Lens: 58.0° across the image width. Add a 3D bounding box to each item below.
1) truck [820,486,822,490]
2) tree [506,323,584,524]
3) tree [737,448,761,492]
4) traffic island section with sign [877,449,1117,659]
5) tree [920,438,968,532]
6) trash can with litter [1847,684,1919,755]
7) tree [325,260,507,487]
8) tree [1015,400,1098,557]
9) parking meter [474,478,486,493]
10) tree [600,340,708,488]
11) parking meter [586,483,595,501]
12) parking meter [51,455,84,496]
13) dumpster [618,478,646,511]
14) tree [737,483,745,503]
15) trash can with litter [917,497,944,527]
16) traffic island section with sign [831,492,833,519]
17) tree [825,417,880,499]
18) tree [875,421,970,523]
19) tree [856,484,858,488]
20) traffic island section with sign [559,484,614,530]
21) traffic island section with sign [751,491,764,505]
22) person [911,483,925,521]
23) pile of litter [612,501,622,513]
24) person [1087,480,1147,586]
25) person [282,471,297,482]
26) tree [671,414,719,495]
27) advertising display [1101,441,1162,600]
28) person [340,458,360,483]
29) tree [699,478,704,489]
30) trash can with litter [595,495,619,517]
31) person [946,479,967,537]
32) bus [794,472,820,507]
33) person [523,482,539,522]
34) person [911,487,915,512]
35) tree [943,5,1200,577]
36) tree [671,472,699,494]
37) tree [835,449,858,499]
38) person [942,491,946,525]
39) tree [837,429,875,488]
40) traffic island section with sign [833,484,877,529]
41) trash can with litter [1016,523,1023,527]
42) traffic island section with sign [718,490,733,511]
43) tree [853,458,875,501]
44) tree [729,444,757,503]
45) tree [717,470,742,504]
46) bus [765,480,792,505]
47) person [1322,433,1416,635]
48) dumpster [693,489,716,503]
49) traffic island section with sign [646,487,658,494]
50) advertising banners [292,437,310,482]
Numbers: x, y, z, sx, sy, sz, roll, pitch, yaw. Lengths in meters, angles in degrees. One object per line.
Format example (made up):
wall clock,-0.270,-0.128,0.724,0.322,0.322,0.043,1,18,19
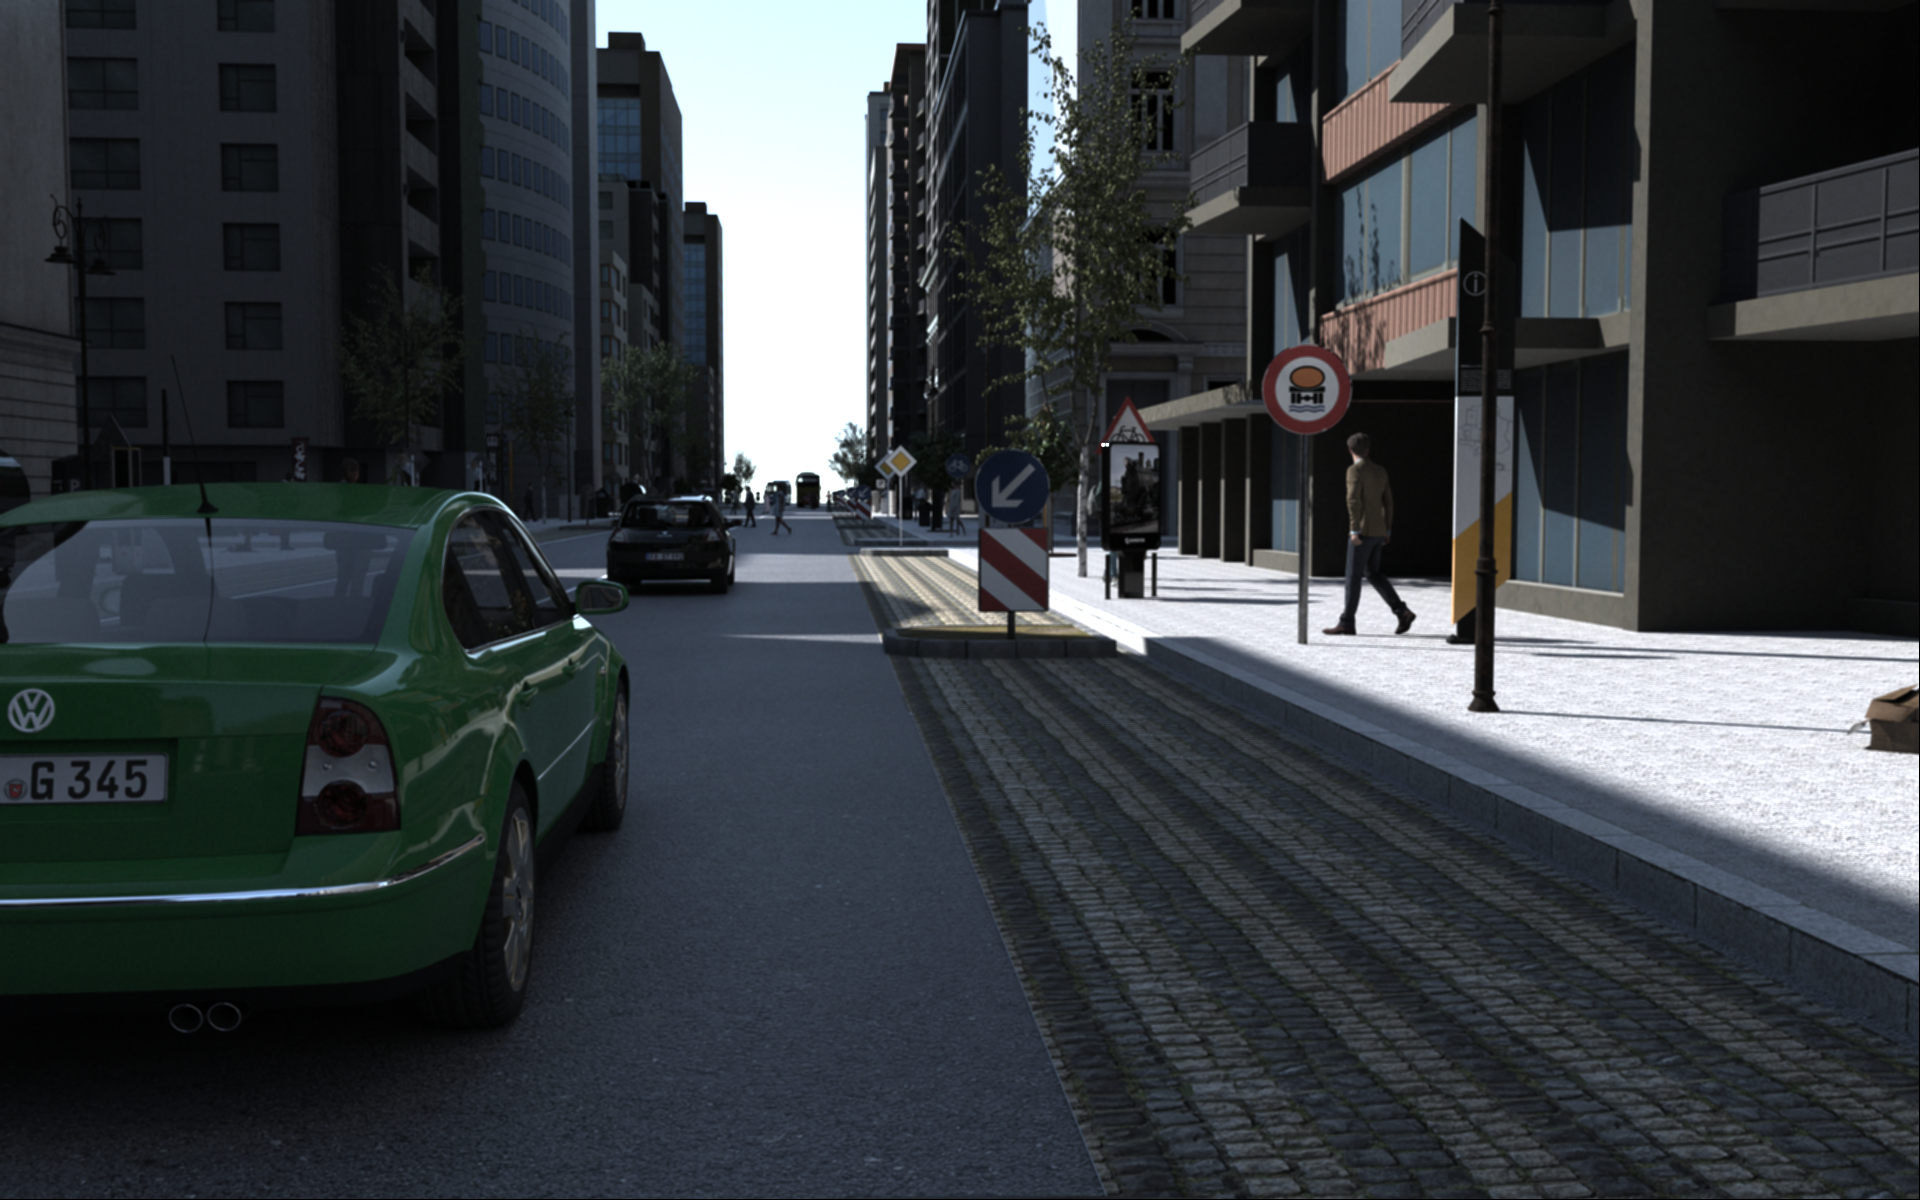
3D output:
truck,-22.698,-16.880,264.895,2.839,4.237,11.283,0,4,-3
tree,-17.894,-7.545,73.724,4.737,8.622,4.395,0,3,0
tree,-34.139,-20.037,277.963,4.360,8.622,3.978,0,3,0
traffic island section with sign,0.295,-0.446,15.925,1.989,1.847,2.006,0,4,-5
tree,-0.505,-3.944,59.083,1.663,3.219,1.824,0,3,0
trash can with litter,4.926,0.181,8.428,1.055,1.170,0.624,3,5,40
tree,-17.210,-6.333,53.905,4.737,8.622,4.395,0,3,0
tree,2.033,-2.510,35.644,1.663,3.219,1.824,0,3,0
parking meter,-17.807,-3.580,64.247,0.399,1.863,0.255,-2,4,-28
tree,-21.024,-11.740,117.705,9.928,11.665,9.643,0,3,0
parking meter,-19.989,-5.384,93.732,0.399,1.863,0.255,2,4,31
parking meter,-13.160,-1.214,25.566,0.255,1.863,0.399,1,4,21
dumpster,-19.898,-6.273,105.062,1.502,2.255,1.985,0,4,-5
tree,-32.966,-16.114,258.069,1.663,3.219,1.824,0,3,0
trash can with litter,-1.164,-3.485,68.374,1.055,1.170,0.624,-1,4,-9
traffic island section with sign,-6.263,-5.502,98.589,1.989,1.847,2.006,0,4,-5
tree,-12.886,-16.865,210.151,7.601,10.594,8.767,-2,4,-28
tree,-1.039,-5.735,77.478,4.285,4.588,4.351,0,3,0
tree,-9.979,-11.309,179.504,1.663,3.219,1.824,0,3,0
traffic island section with sign,-15.021,-3.744,69.845,1.989,1.847,2.006,0,4,-5
traffic island section with sign,-29.881,-15.187,256.934,1.989,1.847,2.006,0,4,-5
person,-1.975,-4.599,81.345,0.679,1.850,0.850,-1,4,-11
pile of litter,-23.171,-6.463,119.635,1.719,0.858,1.176,2,4,24
person,2.181,-1.096,23.940,0.794,1.824,0.713,-2,4,-31
person,-15.454,-2.050,39.742,0.592,1.802,0.473,2,4,29
tree,-24.556,-12.846,160.386,4.737,8.622,4.395,0,3,0
advertising display,2.113,-0.986,21.332,0.974,1.923,0.123,-3,5,-42
person,-6.153,-0.542,17.631,0.520,1.790,0.573,0,4,3
tree,-25.318,-10.357,163.945,1.663,3.219,1.824,0,3,0
trash can with litter,-20.184,-5.327,98.149,2.233,1.210,1.678,0,4,6
person,-0.123,-2.742,51.622,0.466,1.731,0.760,3,4,38
bus,-16.804,-12.202,191.054,2.896,3.916,12.252,0,4,-6
person,-19.812,-4.533,79.939,0.755,1.850,0.659,-1,4,-11
person,-3.268,-7.147,123.162,0.793,1.790,0.793,-2,4,-35
tree,1.843,-4.673,26.769,4.737,8.622,4.395,0,3,0
tree,-24.358,-9.633,152.104,1.663,3.219,1.824,0,3,0
tree,-17.650,-19.763,273.479,4.737,8.622,4.395,0,3,0
person,-0.854,-4.044,72.345,0.537,1.800,0.526,1,4,23
tree,-11.402,-14.620,189.401,4.360,8.622,3.978,0,3,0
traffic island section with sign,-4.109,-3.842,71.444,1.989,1.847,2.006,0,4,-5
trash can with litter,2.016,-3.340,65.996,0.624,1.170,1.055,2,4,24
traffic island section with sign,-23.272,-10.098,173.726,1.989,1.847,2.006,0,4,-5
tree,-8.019,-10.600,157.017,4.285,4.588,4.351,0,3,0
tree,-31.666,-18.395,251.122,4.737,8.622,4.395,0,3,0
tree,-30.879,-15.237,232.841,4.285,4.588,4.351,0,3,0
bus,-23.344,-14.002,223.795,2.948,3.499,13.247,0,4,-3
person,3.741,-0.602,15.799,0.836,1.842,0.656,1,4,14
dumpster,-19.840,-7.725,134.514,1.865,1.857,1.264,0,4,-4
traffic island section with sign,-17.174,-5.391,96.768,1.989,1.847,2.006,0,4,-5
advertising banners,-21.005,-3.481,53.100,2.074,3.025,0.090,-1,4,-15
